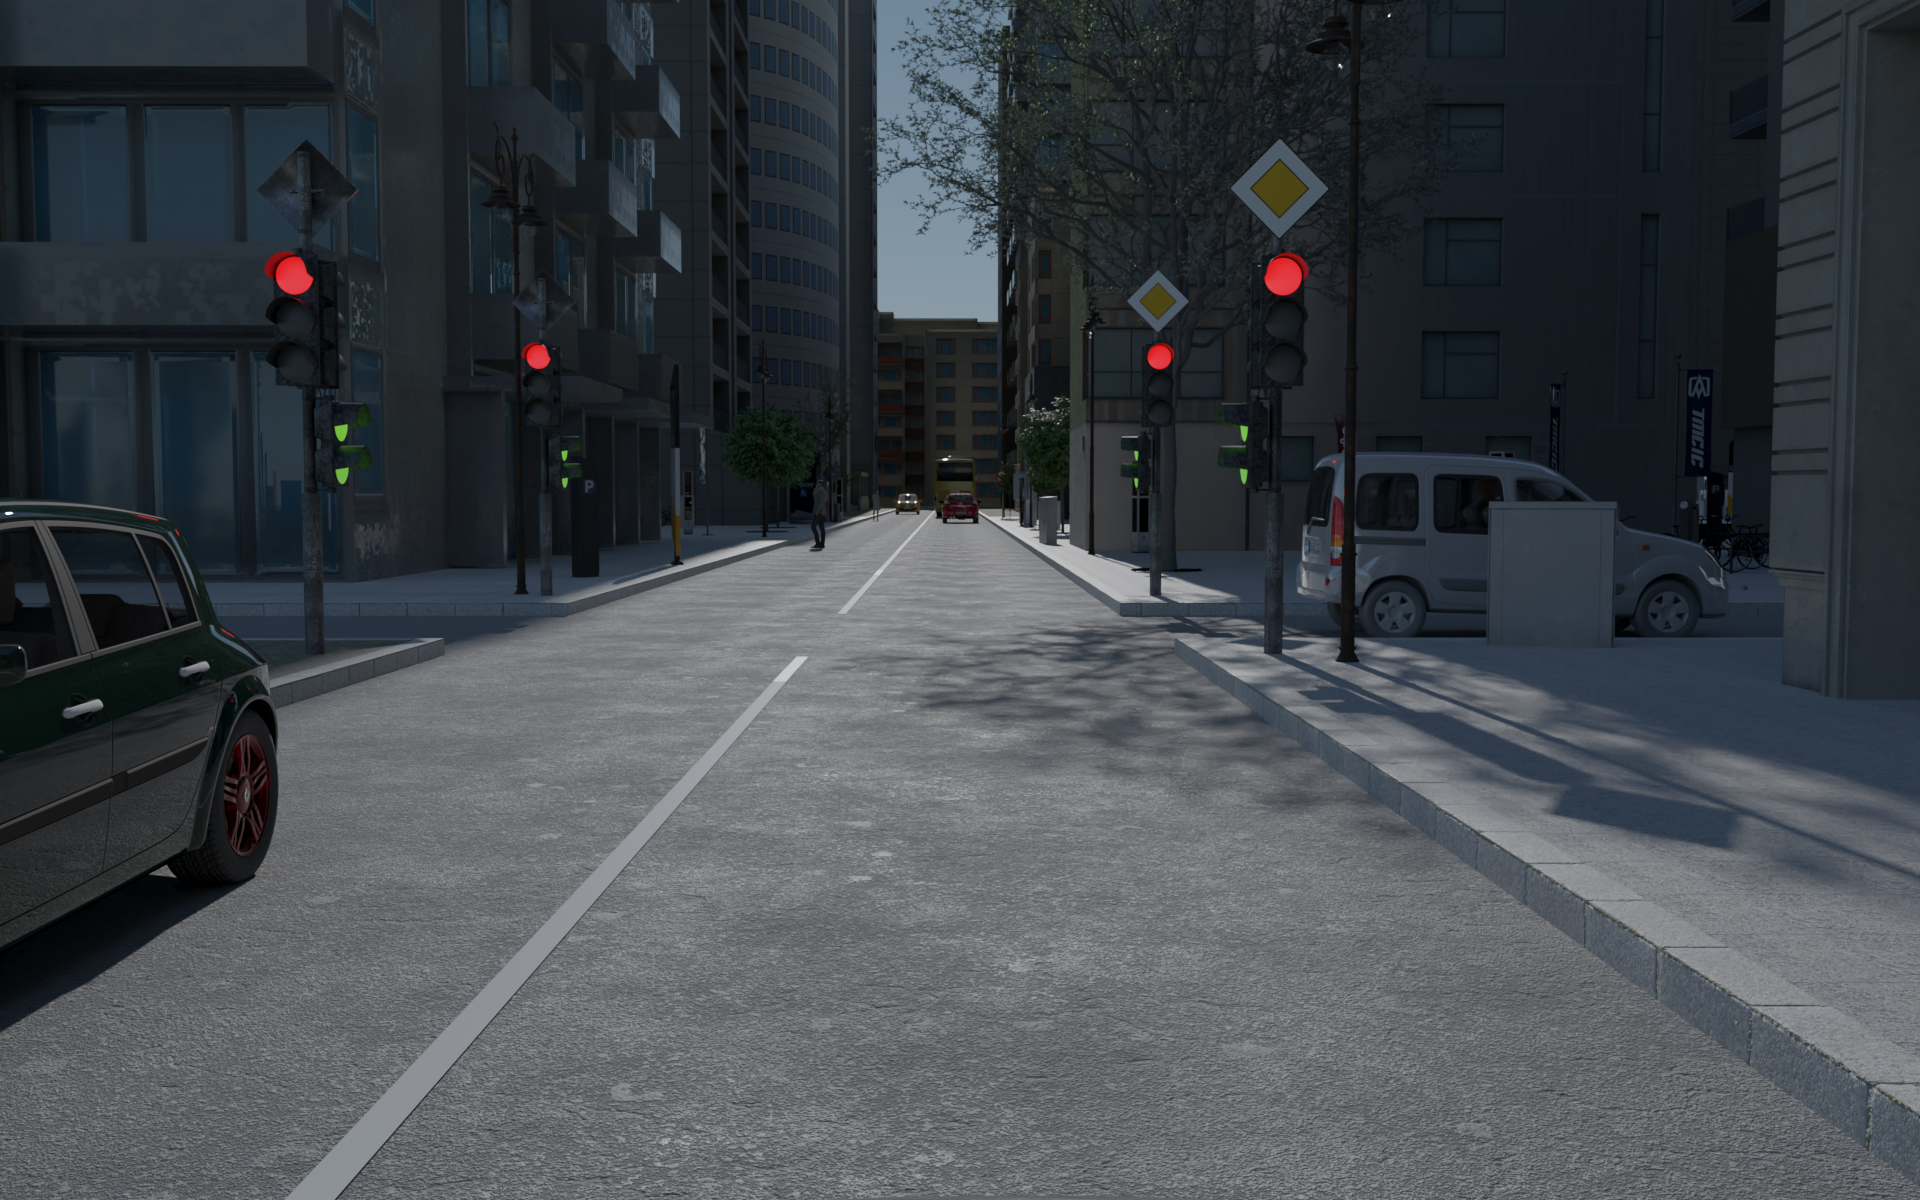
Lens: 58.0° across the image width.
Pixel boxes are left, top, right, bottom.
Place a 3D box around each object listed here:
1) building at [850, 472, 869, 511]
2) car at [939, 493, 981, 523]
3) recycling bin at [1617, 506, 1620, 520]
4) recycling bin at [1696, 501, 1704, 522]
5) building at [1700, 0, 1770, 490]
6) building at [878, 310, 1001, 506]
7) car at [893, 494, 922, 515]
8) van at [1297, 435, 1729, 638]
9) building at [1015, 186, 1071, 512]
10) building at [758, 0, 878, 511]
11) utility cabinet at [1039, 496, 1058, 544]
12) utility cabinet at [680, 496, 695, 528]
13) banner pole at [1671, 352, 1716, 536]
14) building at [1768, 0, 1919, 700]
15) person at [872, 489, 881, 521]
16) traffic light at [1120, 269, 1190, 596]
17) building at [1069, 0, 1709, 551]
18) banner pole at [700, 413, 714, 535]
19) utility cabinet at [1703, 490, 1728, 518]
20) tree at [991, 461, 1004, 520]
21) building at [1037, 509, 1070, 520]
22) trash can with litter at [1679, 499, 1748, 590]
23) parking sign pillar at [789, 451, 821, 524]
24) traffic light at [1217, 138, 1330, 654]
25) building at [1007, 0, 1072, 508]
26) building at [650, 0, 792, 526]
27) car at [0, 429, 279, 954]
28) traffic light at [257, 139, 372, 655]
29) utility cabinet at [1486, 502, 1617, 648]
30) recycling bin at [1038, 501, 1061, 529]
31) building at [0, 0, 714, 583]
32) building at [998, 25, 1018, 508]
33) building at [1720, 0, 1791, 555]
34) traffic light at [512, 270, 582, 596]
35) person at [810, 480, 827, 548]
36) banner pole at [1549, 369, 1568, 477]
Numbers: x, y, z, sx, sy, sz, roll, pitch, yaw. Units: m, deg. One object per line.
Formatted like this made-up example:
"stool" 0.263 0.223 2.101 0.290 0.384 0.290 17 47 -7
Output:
"building" -23.695 -27.228 137.052 32.217 40.220 23.993 0 4 0
"car" 0.007 -4.750 86.705 2.155 1.783 4.494 0 4 -1
"recycling bin" 34.224 -4.694 89.305 0.722 1.027 0.722 1 4 12
"recycling bin" 27.158 -3.177 64.500 0.722 1.027 0.722 -2 4 -28
"building" 67.503 -44.187 160.707 20.611 71.187 20.563 0 4 0
"building" -9.267 -21.419 195.242 28.899 21.520 27.650 0 4 0
"car" -3.675 -6.829 121.872 2.015 1.641 3.980 0 4 -1
"van" 5.510 -0.633 17.367 4.112 2.044 2.013 0 4 -1
"building" 17.953 -16.333 112.088 27.650 21.520 28.899 0 4 0
"building" -21.839 -37.816 160.290 28.212 58.520 21.231 0 4 0
"utility cabinet" 2.287 -2.078 45.130 0.306 1.237 1.020 -1 4 -9
"utility cabinet" -10.400 -3.311 65.295 0.306 1.237 1.020 1 4 23
"banner pole" 12.862 -2.481 30.576 0.863 3.779 0.401 0 4 1
"building" 10.564 -10.102 1.332 11.583 22.565 21.152 0 4 0
"person" -4.525 -5.156 93.555 0.466 1.731 0.760 0 4 6
"traffic light" 2.457 -2.012 21.820 0.839 4.253 0.868 0 4 0
"building" 9.808 -22.091 44.781 14.154 41.232 14.086 0 4 0
"banner pole" -7.964 -3.912 53.985 0.401 3.779 0.863 -2 4 -29
"utility cabinet" 40.299 -5.119 92.369 0.318 1.500 1.173 -3 4 -38
"tree" 2.379 -5.633 86.707 1.663 3.219 1.824 0 3 0
"building" 14.906 -46.916 79.752 22.319 86.520 31.000 0 4 0
"trash can with litter" 9.711 -0.749 23.299 1.678 1.210 2.233 1 4 19
"parking sign pillar" -6.660 -5.278 74.774 1.447 3.967 1.447 2 4 26
"traffic light" 2.503 -1.524 13.835 0.839 4.253 0.868 0 4 0
"building" 15.222 -31.926 141.595 23.786 49.044 30.456 0 4 0
"building" -18.134 -39.148 78.322 20.563 71.187 20.611 0 4 0
"car" -3.435 0.293 5.000 2.009 1.686 4.222 0 4 -1
"traffic light" -5.158 -1.520 13.775 0.839 4.253 0.868 0 4 0
"utility cabinet" 5.012 -0.215 14.684 1.020 1.237 0.306 1 4 19
"recycling bin" 3.251 -3.082 62.938 0.722 1.027 0.722 1 4 11
"building" -18.364 -25.480 36.214 23.786 49.044 30.456 0 4 0
"building" 10.671 -31.429 163.969 14.600 45.320 14.200 0 4 0
"building" 23.674 -23.211 29.616 14.200 45.320 14.600 0 4 0
"traffic light" -5.204 -2.009 21.760 0.839 4.253 0.868 0 4 0
"person" -3.770 -2.292 46.150 0.473 1.802 0.592 1 4 22
"banner pole" 11.942 -2.727 34.596 0.401 3.779 0.863 3 5 44
